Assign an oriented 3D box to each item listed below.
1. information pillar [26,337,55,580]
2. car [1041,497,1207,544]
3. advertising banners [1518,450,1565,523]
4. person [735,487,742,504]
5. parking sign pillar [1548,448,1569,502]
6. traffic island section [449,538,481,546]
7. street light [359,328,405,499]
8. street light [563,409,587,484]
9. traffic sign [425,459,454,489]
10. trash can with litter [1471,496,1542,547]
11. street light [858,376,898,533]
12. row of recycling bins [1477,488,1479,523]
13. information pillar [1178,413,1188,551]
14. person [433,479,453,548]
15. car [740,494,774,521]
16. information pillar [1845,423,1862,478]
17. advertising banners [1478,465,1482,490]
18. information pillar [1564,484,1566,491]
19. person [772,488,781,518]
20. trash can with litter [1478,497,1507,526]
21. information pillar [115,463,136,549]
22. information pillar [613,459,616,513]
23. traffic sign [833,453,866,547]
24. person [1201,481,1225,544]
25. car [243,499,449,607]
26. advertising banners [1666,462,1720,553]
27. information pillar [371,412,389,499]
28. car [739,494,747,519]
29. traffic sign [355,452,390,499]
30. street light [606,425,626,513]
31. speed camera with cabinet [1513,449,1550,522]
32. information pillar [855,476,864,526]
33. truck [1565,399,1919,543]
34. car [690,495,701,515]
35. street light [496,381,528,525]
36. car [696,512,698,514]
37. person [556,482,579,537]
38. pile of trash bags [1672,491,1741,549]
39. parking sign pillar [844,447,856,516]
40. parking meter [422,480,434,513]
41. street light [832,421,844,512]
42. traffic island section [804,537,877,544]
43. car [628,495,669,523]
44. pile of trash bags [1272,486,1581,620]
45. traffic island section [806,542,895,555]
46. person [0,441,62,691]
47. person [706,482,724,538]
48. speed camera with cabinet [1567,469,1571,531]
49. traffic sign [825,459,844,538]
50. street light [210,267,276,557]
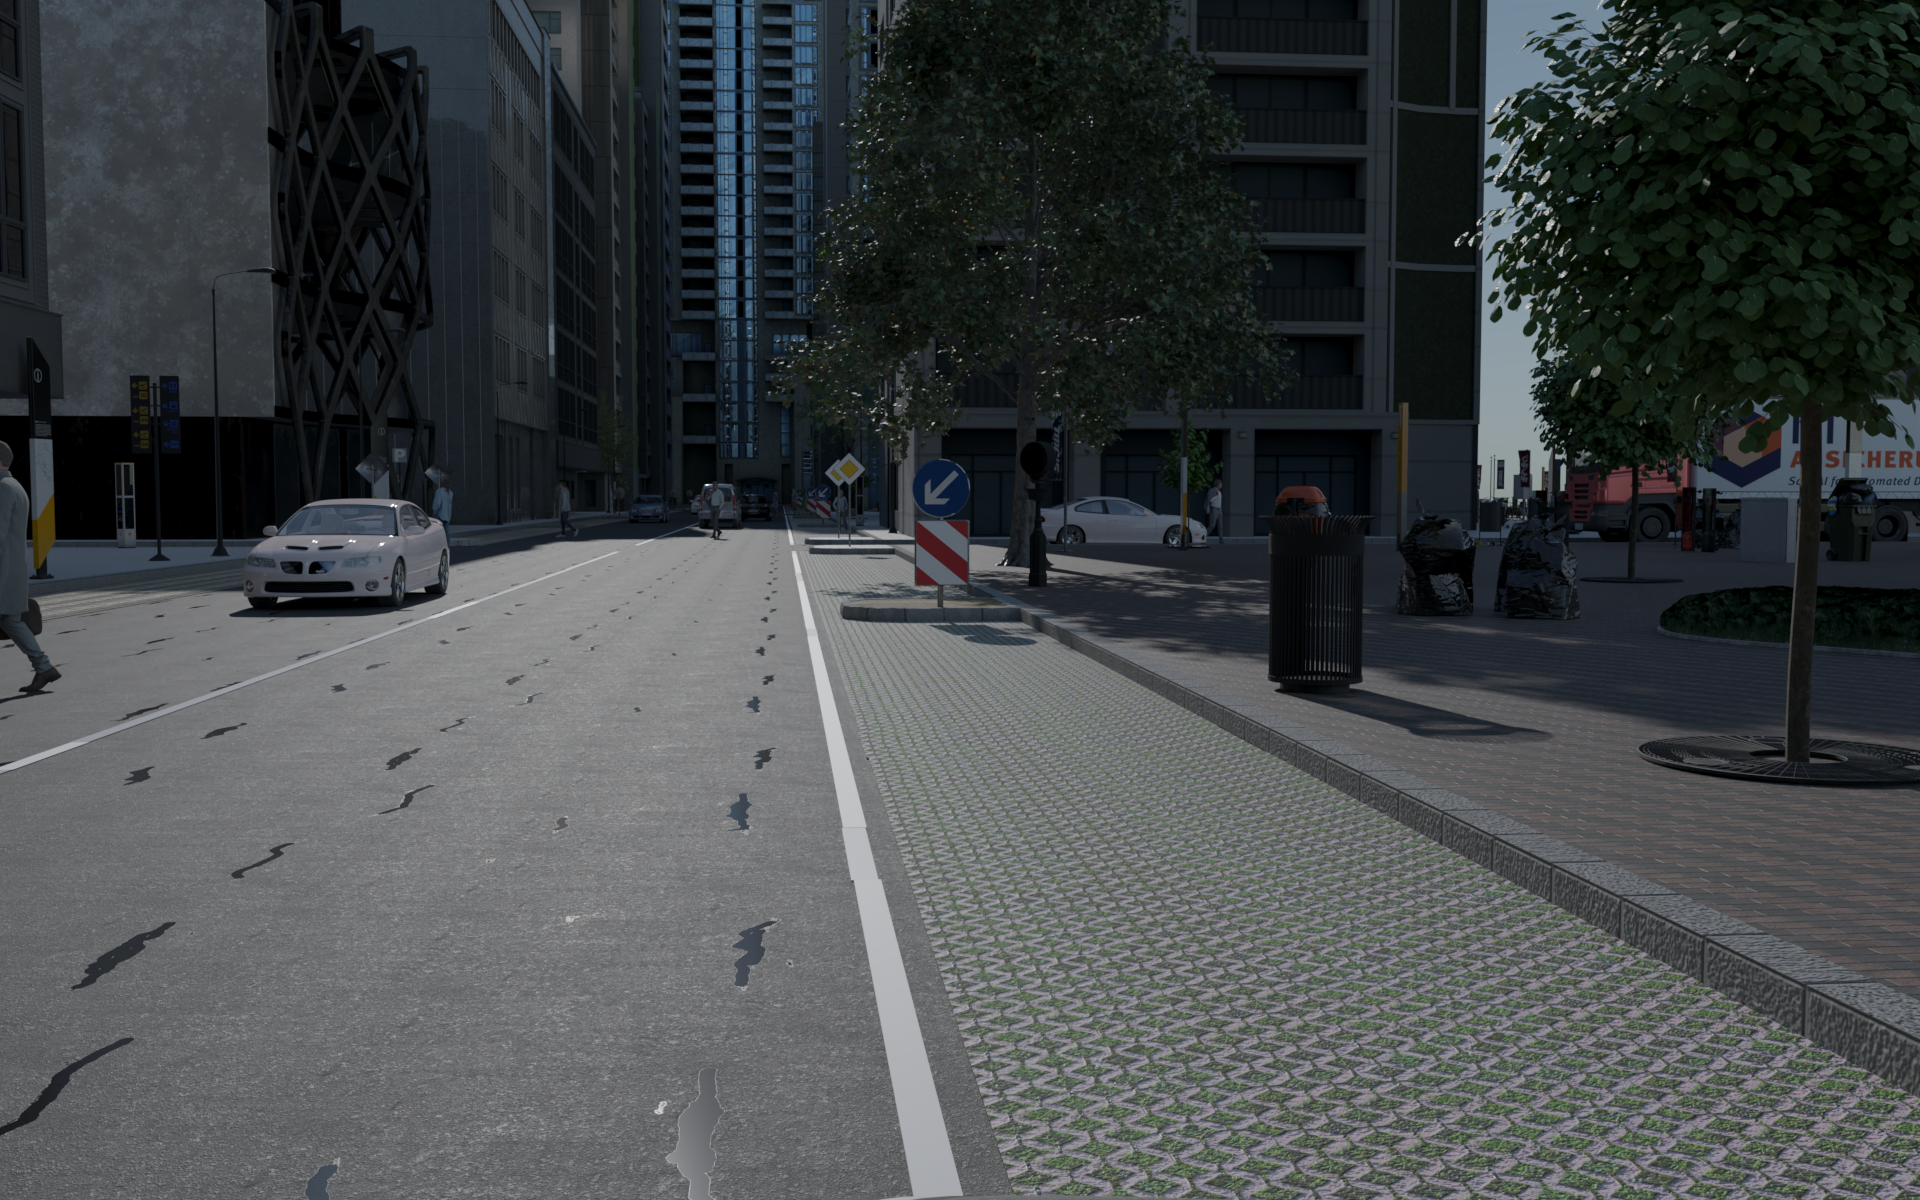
[{"bbox_3d":[-13.864,-2.127,26.127,0.183,3.616,0.504,0,4,1],"label":"information pillar"},{"bbox_3d":[4.075,-2.023,45.439,4.827,1.381,2.083,0,4,-6],"label":"car"},{"bbox_3d":[22.908,-4.400,68.122,2.074,3.025,0.090,3,5,43],"label":"advertising banners"},{"bbox_3d":[-11.457,-4.901,88.808,0.661,1.801,0.590,1,4,22],"label":"person"},{"bbox_3d":[32.897,-6.571,95.907,1.447,3.967,1.447,1,4,9],"label":"parking sign pillar"},{"bbox_3d":[-14.719,-1.631,48.955,2.009,0.180,2.903,0,4,-6],"label":"traffic island section"},{"bbox_3d":[-16.221,-4.649,48.556,1.470,5.913,1.316,0,4,-6],"label":"street light"},{"bbox_3d":[-20.970,-7.442,94.213,1.470,5.913,1.316,0,4,-6],"label":"street light"},{"bbox_3d":[-14.696,-2.768,48.896,0.795,2.450,0.064,0,4,-6],"label":"traffic sign"},{"bbox_3d":[13.433,-1.929,42.595,2.233,1.210,1.678,2,4,25],"label":"trash can with litter"},{"bbox_3d":[-2.728,-5.132,56.450,1.470,5.913,1.316,0,4,-6],"label":"street light"},{"bbox_3d":[21.826,-4.335,77.986,1.069,1.692,3.534,-3,4,-36],"label":"row of recycling bins"},{"bbox_3d":[5.080,-2.933,39.309,0.183,3.616,0.504,0,4,1],"label":"information pillar"},{"bbox_3d":[-12.108,-1.947,40.603,0.793,1.790,0.793,-1,4,-10],"label":"person"},{"bbox_3d":[-10.929,-5.040,92.192,2.009,1.686,4.222,0,4,-4],"label":"car"},{"bbox_3d":[18.095,-2.675,35.099,0.504,3.616,0.183,-2,4,-35],"label":"information pillar"},{"bbox_3d":[30.517,-6.570,103.613,0.090,3.025,2.074,-1,4,-23],"label":"advertising banners"},{"bbox_3d":[42.468,-7.140,121.224,0.304,2.012,0.304,1,4,8],"label":"information pillar"},{"bbox_3d":[-10.840,-5.739,102.423,0.778,1.811,0.616,2,4,35],"label":"person"},{"bbox_3d":[21.149,-3.510,68.779,1.055,1.170,0.624,2,4,34],"label":"trash can with litter"},{"bbox_3d":[-19.717,-2.228,40.924,0.304,2.012,0.304,2,4,33],"label":"information pillar"},{"bbox_3d":[-23.085,-7.609,115.762,0.183,3.616,0.504,0,4,-6],"label":"information pillar"},{"bbox_3d":[-2.688,-2.351,42.085,0.795,2.450,0.064,0,4,-6],"label":"traffic sign"},{"bbox_3d":[6.973,-2.379,47.502,0.850,1.850,0.679,2,4,32],"label":"person"},{"bbox_3d":[-8.204,-0.681,23.497,2.083,1.381,4.827,0,4,-5],"label":"car"},{"bbox_3d":[16.352,-2.605,38.783,0.090,3.025,2.074,-1,4,-10],"label":"advertising banners"},{"bbox_3d":[-16.548,-3.555,49.471,0.504,3.616,0.183,0,4,4],"label":"information pillar"},{"bbox_3d":[-13.062,-5.472,99.252,2.009,1.686,4.222,0,4,-7],"label":"car"},{"bbox_3d":[-13.875,-2.282,40.953,0.795,2.450,0.064,0,4,-6],"label":"traffic sign"},{"bbox_3d":[-23.213,-8.835,116.987,1.470,5.913,1.316,0,4,-6],"label":"street light"},{"bbox_3d":[25.505,-5.073,77.283,2.038,3.252,0.660,-3,4,-39],"label":"speed camera with cabinet"},{"bbox_3d":[-4.006,-3.950,69.080,0.304,2.012,0.304,-1,4,-9],"label":"information pillar"},{"bbox_3d":[22.161,-3.640,48.426,11.283,4.237,2.839,0,4,-4],"label":"truck"},{"bbox_3d":[-17.923,-6.691,121.764,2.083,1.381,4.827,0,4,-8],"label":"car"},{"bbox_3d":[-18.465,-6.042,71.331,1.470,5.913,1.316,0,4,-6],"label":"street light"},{"bbox_3d":[-18.701,-7.089,128.481,1.945,1.354,3.894,0,4,-5],"label":"car"},{"bbox_3d":[-13.032,-3.004,57.468,0.795,1.843,0.661,0,4,-3],"label":"person"},{"bbox_3d":[18.587,-1.993,42.330,1.912,1.369,3.447,-1,4,-13],"label":"pile of trash bags"},{"bbox_3d":[-6.378,-6.826,100.070,1.447,3.967,1.447,-1,4,-15],"label":"parking sign pillar"},{"bbox_3d":[-21.456,-3.923,69.856,0.399,1.863,0.255,0,4,-2],"label":"parking meter"},{"bbox_3d":[-5.059,-6.524,79.215,1.470,5.913,1.316,0,4,-6],"label":"street light"},{"bbox_3d":[-3.486,-1.702,50.108,2.009,0.180,2.903,0,4,-6],"label":"traffic island section"},{"bbox_3d":[-15.615,-4.588,87.010,2.014,1.417,4.499,0,4,-6],"label":"car"},{"bbox_3d":[5.104,-0.569,19.056,3.447,1.369,1.912,2,4,28],"label":"pile of trash bags"},{"bbox_3d":[-2.665,-1.216,42.165,2.009,0.180,2.903,0,4,-6],"label":"traffic island section"},{"bbox_3d":[-6.910,-0.233,12.416,0.767,1.812,0.694,-1,4,-18],"label":"person"},{"bbox_3d":[-8.003,-2.933,56.556,0.679,1.850,0.850,2,4,23],"label":"person"},{"bbox_3d":[22.159,-4.026,60.161,2.038,3.252,0.660,1,4,20],"label":"speed camera with cabinet"},{"bbox_3d":[-3.509,-2.837,50.028,0.795,2.450,0.064,0,4,-6],"label":"traffic sign"},{"bbox_3d":[-14.723,-3.857,35.602,1.470,5.913,1.316,0,4,-6],"label":"street light"}]
